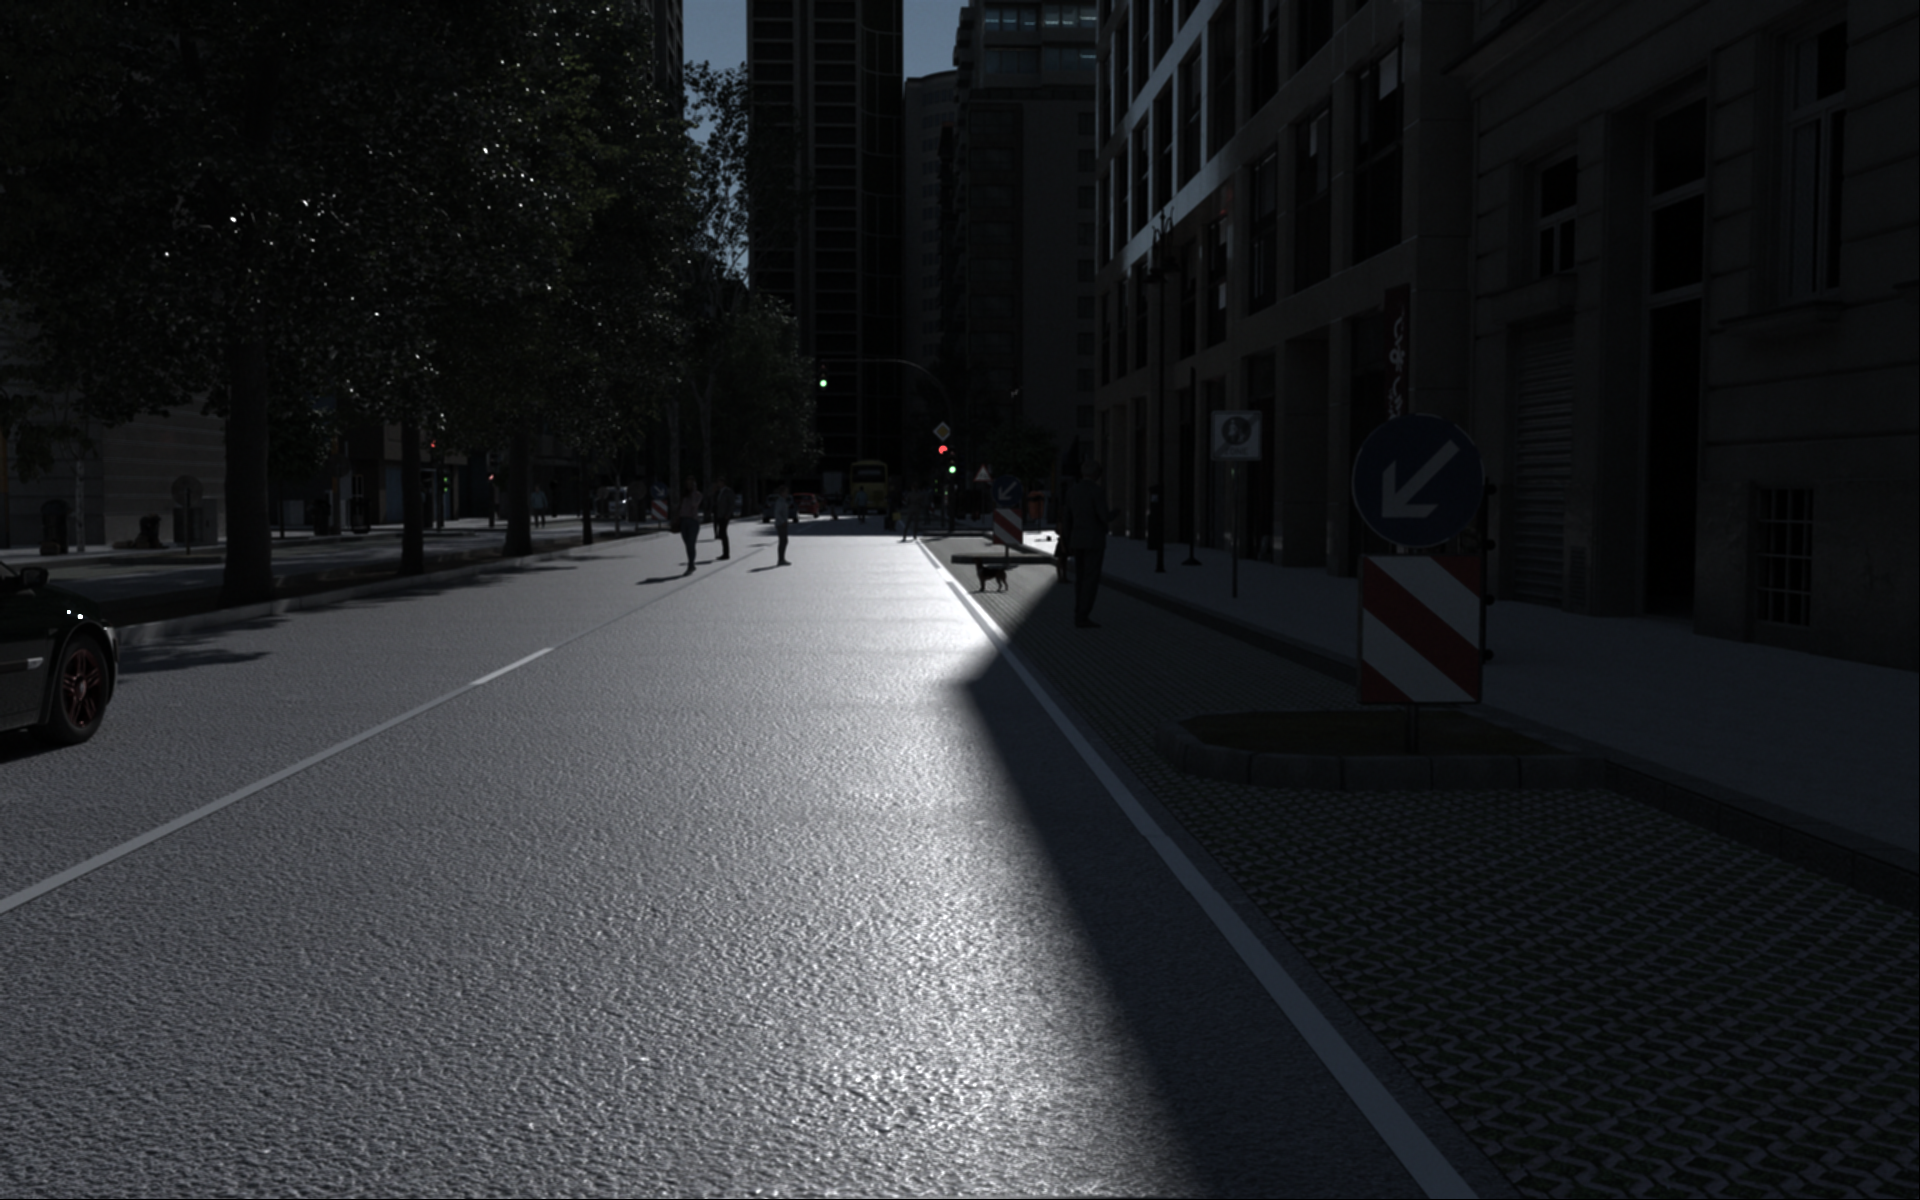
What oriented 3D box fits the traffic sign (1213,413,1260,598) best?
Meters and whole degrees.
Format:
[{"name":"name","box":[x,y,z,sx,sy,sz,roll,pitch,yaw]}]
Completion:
[{"name":"traffic sign","box":[3.402,-1.177,21.379,0.606,2.300,0.079,0,4,6]}]

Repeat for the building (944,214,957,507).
[{"name":"building","box":[5.283,-25.013,180.656,14.160,30.474,14.107,0,4,-3]}]

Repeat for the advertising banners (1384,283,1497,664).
[{"name":"advertising banners","box":[3.796,-1.083,13.893,0.090,3.025,2.074,-1,4,-9]}]

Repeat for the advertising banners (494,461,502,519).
[{"name":"advertising banners","box":[-24.244,-5.795,90.932,0.090,3.025,2.074,0,4,-1]}]

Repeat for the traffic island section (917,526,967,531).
[{"name":"traffic island section","box":[-0.640,-2.736,67.015,2.009,0.180,2.903,0,4,-3]}]

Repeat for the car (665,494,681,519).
[{"name":"car","box":[-15.688,-5.311,96.625,2.009,1.686,4.222,0,4,-5]}]

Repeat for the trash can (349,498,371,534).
[{"name":"trash can","box":[-19.314,-2.700,55.806,0.748,1.137,0.748,0,3,0]}]

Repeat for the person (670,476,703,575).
[{"name":"person","box":[-4.799,-1.327,30.794,0.593,1.750,0.643,2,4,28]}]

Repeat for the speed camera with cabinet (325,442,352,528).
[{"name":"speed camera with cabinet","box":[-23.605,-4.365,65.707,0.660,3.252,2.038,-2,4,-32]}]

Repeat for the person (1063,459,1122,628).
[{"name":"person","box":[1.432,-0.607,18.607,0.590,1.801,0.661,-3,5,-42]}]

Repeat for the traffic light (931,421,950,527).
[{"name":"traffic light","box":[-0.681,-4.769,66.899,0.839,4.253,0.868,0,4,-3]}]

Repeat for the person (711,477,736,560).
[{"name":"person","box":[-5.208,-1.796,38.038,0.473,1.802,0.592,-1,4,-23]}]

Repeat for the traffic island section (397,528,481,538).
[{"name":"traffic island section","box":[-17.535,-2.199,58.229,2.009,0.180,2.903,0,4,-3]}]

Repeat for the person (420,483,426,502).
[{"name":"person","box":[-17.517,-2.870,55.697,0.793,1.790,0.793,3,5,40]}]

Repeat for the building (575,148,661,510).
[{"name":"building","box":[-33.462,-22.988,147.550,14.160,30.474,14.107,0,4,-3]}]

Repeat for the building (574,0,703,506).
[{"name":"building","box":[-38.003,-45.681,185.144,20.563,71.187,20.611,0,4,-3]}]

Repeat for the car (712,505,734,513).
[{"name":"car","box":[-17.762,-7.116,128.353,2.014,1.417,4.499,0,4,-2]}]

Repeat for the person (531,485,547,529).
[{"name":"person","box":[-17.422,-3.868,71.757,0.660,1.820,0.620,0,4,-7]}]

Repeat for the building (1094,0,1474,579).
[{"name":"building","box":[14.785,-14.377,39.582,19.350,26.468,34.151,0,4,-3]}]

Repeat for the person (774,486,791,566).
[{"name":"person","box":[-3.567,-1.499,34.813,0.330,1.601,0.589,1,4,9]}]

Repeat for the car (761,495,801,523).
[{"name":"car","box":[-9.033,-4.610,87.368,2.014,1.417,4.499,0,4,-4]}]

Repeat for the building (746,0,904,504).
[{"name":"building","box":[-17.962,-48.816,236.385,20.611,71.187,20.563,0,4,-3]}]

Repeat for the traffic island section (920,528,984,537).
[{"name":"traffic island section","box":[-0.262,-2.248,59.039,2.009,0.180,2.903,0,4,-3]}]

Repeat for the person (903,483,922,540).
[{"name":"person","box":[-1.496,-2.798,54.529,0.520,1.790,0.573,-1,4,-21]}]

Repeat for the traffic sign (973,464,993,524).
[{"name":"traffic sign","box":[0.983,-4.497,73.527,0.884,2.594,0.081,0,3,0]}]

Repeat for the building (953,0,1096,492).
[{"name":"building","box":[10.795,-32.934,158.084,23.786,49.044,30.456,0,4,-3]}]

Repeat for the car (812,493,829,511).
[{"name":"car","box":[-12.337,-8.526,148.441,2.155,1.783,4.494,0,4,-1]}]

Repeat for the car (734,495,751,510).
[{"name":"car","box":[-19.348,-8.610,153.140,2.083,1.381,4.827,0,4,-2]}]

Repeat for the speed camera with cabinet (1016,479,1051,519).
[{"name":"speed camera with cabinet","box":[3.973,-5.854,90.055,0.660,3.252,2.038,-3,4,-39]}]

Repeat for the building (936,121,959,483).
[{"name":"building","box":[8.465,-33.469,201.841,22.147,44.769,28.867,0,4,-3]}]

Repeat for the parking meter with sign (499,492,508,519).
[{"name":"parking meter with sign","box":[-23.319,-5.676,89.060,1.738,3.016,0.543,-3,5,-41]}]

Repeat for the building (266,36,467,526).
[{"name":"building","box":[-30.561,-26.033,75.745,14.600,45.320,14.200,0,4,-3]}]

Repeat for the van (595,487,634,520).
[{"name":"van","box":[-19.236,-5.477,96.565,2.013,2.044,4.112,0,4,-2]}]

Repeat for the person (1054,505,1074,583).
[{"name":"person","box":[1.704,-0.890,27.718,0.373,1.253,0.362,3,5,39]}]

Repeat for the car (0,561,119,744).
[{"name":"car","box":[-5.867,0.066,8.709,2.009,1.686,4.222,0,4,-1]}]

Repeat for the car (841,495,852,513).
[{"name":"car","box":[-8.042,-7.336,131.953,2.014,1.417,4.499,0,4,-4]}]

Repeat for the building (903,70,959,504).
[{"name":"building","box":[6.494,-42.531,237.382,28.212,58.520,21.231,0,4,-3]}]

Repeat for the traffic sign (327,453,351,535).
[{"name":"traffic sign","box":[-19.434,-3.307,54.183,0.768,2.556,0.104,0,4,4]}]

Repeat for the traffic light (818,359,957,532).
[{"name":"traffic light","box":[-2.388,-5.139,58.683,4.771,5.953,1.251,0,4,-3]}]

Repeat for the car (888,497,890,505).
[{"name":"car","box":[-7.947,-12.584,215.334,1.945,1.707,3.694,0,4,-3]}]

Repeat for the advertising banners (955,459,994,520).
[{"name":"advertising banners","box":[0.765,-5.538,86.740,2.074,3.025,0.090,1,4,16]}]

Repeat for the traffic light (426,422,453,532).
[{"name":"traffic light","box":[-17.494,-4.231,58.096,0.839,4.253,0.868,0,4,-3]}]

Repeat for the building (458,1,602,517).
[{"name":"building","box":[-35.472,-29.733,105.739,23.786,49.044,30.456,0,4,-3]}]

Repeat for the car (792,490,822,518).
[{"name":"car","box":[-9.417,-5.824,104.259,2.155,1.783,4.494,0,4,-3]}]

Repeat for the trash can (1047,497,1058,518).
[{"name":"trash can","box":[4.477,-4.308,82.094,0.748,1.137,0.748,0,3,0]}]

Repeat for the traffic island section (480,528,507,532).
[{"name":"traffic island section","box":[-17.912,-2.687,66.205,2.009,0.180,2.903,0,4,-3]}]

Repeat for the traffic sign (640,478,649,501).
[{"name":"traffic sign","box":[-22.333,-7.398,122.149,0.795,2.450,0.064,0,4,-1]}]

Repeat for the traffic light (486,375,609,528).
[{"name":"traffic light","box":[-15.787,-5.599,66.206,4.771,5.953,1.251,0,4,-3]}]

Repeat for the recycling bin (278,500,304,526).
[{"name":"recycling bin","box":[-26.810,-3.478,69.412,0.722,1.027,0.722,2,4,25]}]

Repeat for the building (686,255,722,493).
[{"name":"building","box":[-36.743,-26.663,207.644,14.107,30.474,14.160,0,4,-3]}]

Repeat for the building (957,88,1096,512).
[{"name":"building","box":[7.348,-21.750,127.314,14.160,30.474,14.107,0,4,-3]}]

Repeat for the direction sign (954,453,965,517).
[{"name":"direction sign","box":[-0.126,-6.346,95.760,0.876,3.537,0.379,2,4,26]}]

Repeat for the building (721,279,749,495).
[{"name":"building","box":[-35.537,-28.208,232.899,14.107,30.474,14.160,0,4,-3]}]

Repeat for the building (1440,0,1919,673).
[{"name":"building","box":[14.337,-10.661,7.587,16.112,22.955,30.059,0,4,-3]}]

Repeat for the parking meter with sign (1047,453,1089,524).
[{"name":"parking meter with sign","box":[4.592,-4.771,74.260,1.738,3.016,0.543,1,4,23]}]

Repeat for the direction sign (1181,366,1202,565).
[{"name":"direction sign","box":[4.189,-2.399,31.219,0.379,3.537,0.876,1,4,11]}]

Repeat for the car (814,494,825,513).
[{"name":"car","box":[-11.560,-7.606,134.585,2.015,1.641,3.980,0,4,-1]}]

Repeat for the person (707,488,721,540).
[{"name":"person","box":[-7.628,-2.838,54.672,0.659,1.850,0.755,0,4,0]}]

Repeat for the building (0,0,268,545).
[{"name":"building","box":[-33.317,-12.625,48.212,24.055,21.916,13.314,0,4,-3]}]
